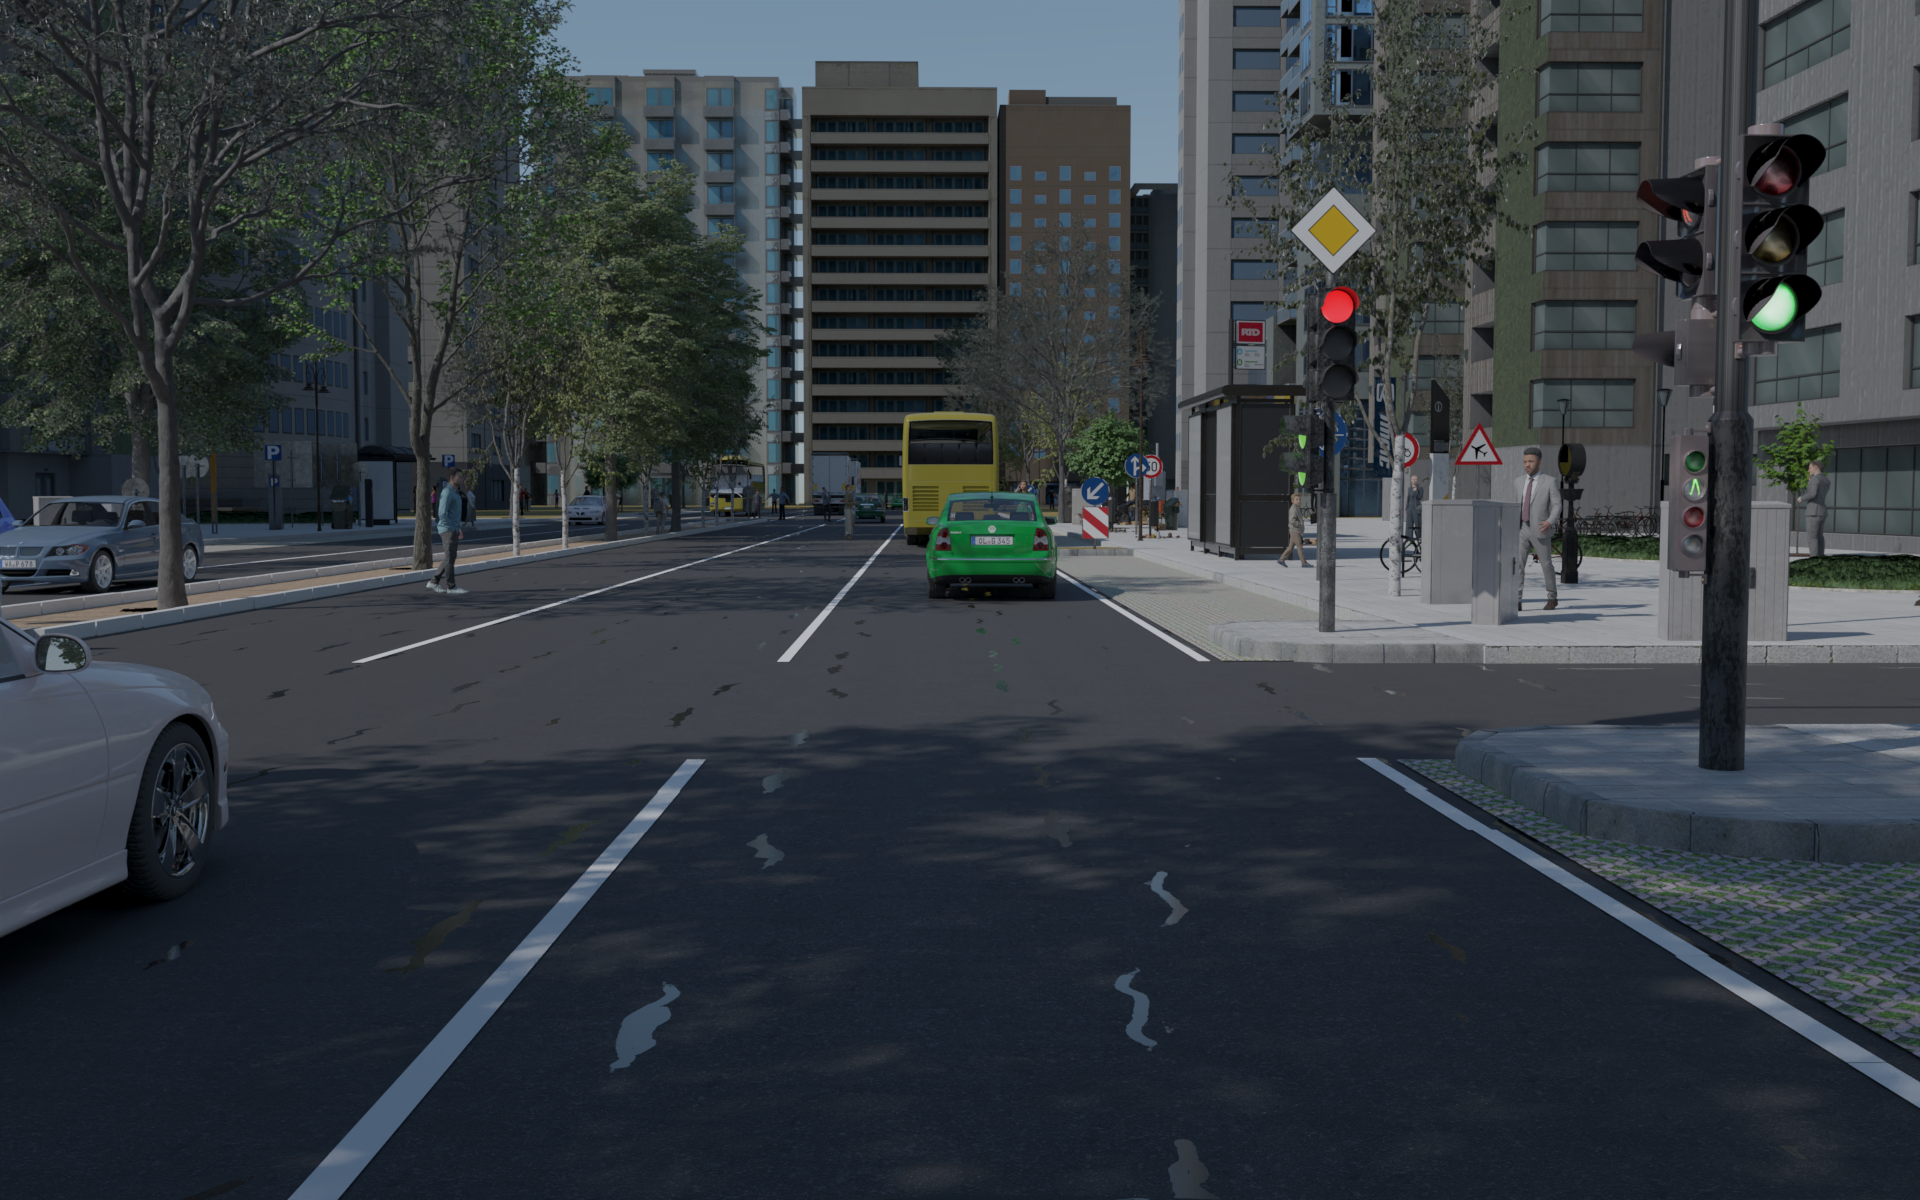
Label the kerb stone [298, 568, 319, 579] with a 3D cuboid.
[{"bbox_3d":[-11.092,-0.426,29.198,0.120,0.150,1.000,0,4,-1],"label":"kerb stone"}]

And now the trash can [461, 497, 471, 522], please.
[{"bbox_3d":[-22.692,-4.151,79.526,0.748,1.137,0.748,0,3,0],"label":"trash can"}]

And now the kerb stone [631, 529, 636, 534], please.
[{"bbox_3d":[-11.659,-2.374,61.018,0.120,0.150,1.000,0,4,-1],"label":"kerb stone"}]

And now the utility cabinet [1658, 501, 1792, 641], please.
[{"bbox_3d":[6.706,-0.247,15.203,1.020,1.237,0.306,0,4,4],"label":"utility cabinet"}]

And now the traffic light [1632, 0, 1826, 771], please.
[{"bbox_3d":[1.450,-2.029,7.842,4.771,5.953,1.251,0,4,-1],"label":"traffic light"}]

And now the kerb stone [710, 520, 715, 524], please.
[{"bbox_3d":[-12.064,-3.754,83.576,0.120,0.150,1.000,0,4,-1],"label":"kerb stone"}]

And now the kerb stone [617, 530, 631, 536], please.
[{"bbox_3d":[-11.635,-2.307,59.991,0.120,0.150,1.000,0,4,-1],"label":"kerb stone"}]

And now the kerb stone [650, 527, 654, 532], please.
[{"bbox_3d":[-11.737,-2.625,65.116,0.120,0.150,1.000,0,4,-1],"label":"kerb stone"}]

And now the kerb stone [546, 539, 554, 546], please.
[{"bbox_3d":[-11.422,-1.557,47.662,0.120,0.150,1.000,0,4,-1],"label":"kerb stone"}]

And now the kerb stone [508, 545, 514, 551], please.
[{"bbox_3d":[-11.342,-1.306,43.546,0.120,0.150,1.000,0,4,-1],"label":"kerb stone"}]

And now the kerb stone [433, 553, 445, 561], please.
[{"bbox_3d":[-11.227,-0.930,37.403,0.120,0.150,1.000,0,4,-1],"label":"kerb stone"}]

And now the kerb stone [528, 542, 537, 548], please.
[{"bbox_3d":[-11.379,-1.432,45.601,0.120,0.150,1.000,0,4,-1],"label":"kerb stone"}]

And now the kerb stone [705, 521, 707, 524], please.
[{"bbox_3d":[-12.010,-3.565,80.486,0.120,0.150,1.000,0,4,-1],"label":"kerb stone"}]

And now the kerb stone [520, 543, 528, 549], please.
[{"bbox_3d":[-11.369,-1.360,44.576,0.120,0.150,1.000,0,4,-1],"label":"kerb stone"}]

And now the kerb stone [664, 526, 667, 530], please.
[{"bbox_3d":[-11.784,-2.814,68.200,0.120,0.150,1.000,0,4,-1],"label":"kerb stone"}]

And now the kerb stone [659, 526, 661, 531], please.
[{"bbox_3d":[-11.775,-2.751,67.178,0.120,0.150,1.000,0,4,-1],"label":"kerb stone"}]

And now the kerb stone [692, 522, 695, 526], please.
[{"bbox_3d":[-11.935,-3.315,76.396,0.120,0.150,1.000,0,4,-1],"label":"kerb stone"}]

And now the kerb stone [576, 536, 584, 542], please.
[{"bbox_3d":[-11.491,-1.810,51.784,0.120,0.150,1.000,0,4,-1],"label":"kerb stone"}]

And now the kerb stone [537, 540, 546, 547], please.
[{"bbox_3d":[-11.395,-1.493,46.634,0.120,0.150,1.000,0,4,-1],"label":"kerb stone"}]

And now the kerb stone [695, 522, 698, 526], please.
[{"bbox_3d":[-11.955,-3.378,77.418,0.120,0.150,1.000,0,4,-1],"label":"kerb stone"}]

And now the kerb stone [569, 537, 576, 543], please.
[{"bbox_3d":[-11.477,-1.747,50.751,0.120,0.150,1.000,0,4,-1],"label":"kerb stone"}]

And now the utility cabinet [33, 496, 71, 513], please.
[{"bbox_3d":[-24.231,-2.155,46.394,0.306,1.237,1.020,2,4,33],"label":"utility cabinet"}]

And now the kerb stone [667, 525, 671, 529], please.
[{"bbox_3d":[-11.801,-2.876,69.222,0.120,0.150,1.000,0,4,-1],"label":"kerb stone"}]

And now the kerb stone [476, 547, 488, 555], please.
[{"bbox_3d":[-11.283,-1.118,40.475,0.120,0.150,1.000,0,4,-1],"label":"kerb stone"}]

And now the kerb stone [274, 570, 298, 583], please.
[{"bbox_3d":[-11.060,-0.366,28.176,0.120,0.150,1.000,0,4,-1],"label":"kerb stone"}]

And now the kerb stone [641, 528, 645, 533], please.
[{"bbox_3d":[-11.699,-2.500,63.068,0.120,0.150,1.000,0,4,-1],"label":"kerb stone"}]

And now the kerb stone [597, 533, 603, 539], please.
[{"bbox_3d":[-11.546,-1.998,54.856,0.120,0.150,1.000,0,4,-1],"label":"kerb stone"}]

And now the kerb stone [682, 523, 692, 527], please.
[{"bbox_3d":[-11.920,-3.246,75.374,0.120,0.150,1.000,0,4,-1],"label":"kerb stone"}]

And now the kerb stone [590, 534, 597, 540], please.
[{"bbox_3d":[-11.529,-1.935,53.828,0.120,0.150,1.000,0,4,-1],"label":"kerb stone"}]

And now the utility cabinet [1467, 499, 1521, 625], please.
[{"bbox_3d":[5.388,-0.380,17.383,0.306,1.237,1.020,2,4,27],"label":"utility cabinet"}]

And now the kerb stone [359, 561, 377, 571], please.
[{"bbox_3d":[-11.140,-0.616,32.274,0.120,0.150,1.000,0,4,-1],"label":"kerb stone"}]

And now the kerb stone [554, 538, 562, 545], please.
[{"bbox_3d":[-11.440,-1.620,48.684,0.120,0.150,1.000,0,4,-1],"label":"kerb stone"}]

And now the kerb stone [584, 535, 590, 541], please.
[{"bbox_3d":[-11.511,-1.871,52.806,0.120,0.150,1.000,0,4,-1],"label":"kerb stone"}]

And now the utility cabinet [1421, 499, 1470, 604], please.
[{"bbox_3d":[5.942,-0.560,20.315,1.020,1.237,0.306,-1,4,-10],"label":"utility cabinet"}]

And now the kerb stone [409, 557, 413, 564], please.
[{"bbox_3d":[-11.191,-0.796,35.353,0.120,0.150,1.000,0,4,-1],"label":"kerb stone"}]

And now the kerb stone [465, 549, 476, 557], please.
[{"bbox_3d":[-11.266,-1.048,39.453,0.120,0.150,1.000,0,4,-1],"label":"kerb stone"}]

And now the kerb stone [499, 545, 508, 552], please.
[{"bbox_3d":[-11.335,-1.243,42.520,0.120,0.150,1.000,0,4,-1],"label":"kerb stone"}]

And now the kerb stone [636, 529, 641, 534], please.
[{"bbox_3d":[-11.675,-2.433,62.042,0.120,0.150,1.000,0,4,-1],"label":"kerb stone"}]

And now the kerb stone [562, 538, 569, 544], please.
[{"bbox_3d":[-11.460,-1.683,49.717,0.120,0.150,1.000,0,4,-1],"label":"kerb stone"}]

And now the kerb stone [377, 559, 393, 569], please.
[{"bbox_3d":[-11.161,-0.677,33.309,0.120,0.150,1.000,0,4,-1],"label":"kerb stone"}]

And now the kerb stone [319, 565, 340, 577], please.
[{"bbox_3d":[-11.093,-0.489,30.222,0.120,0.150,1.000,0,4,-1],"label":"kerb stone"}]

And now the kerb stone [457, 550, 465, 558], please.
[{"bbox_3d":[-11.245,-0.993,38.425,0.120,0.150,1.000,0,4,-1],"label":"kerb stone"}]

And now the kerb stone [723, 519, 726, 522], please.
[{"bbox_3d":[-12.160,-4.067,88.690,0.120,0.150,1.000,0,4,-1],"label":"kerb stone"}]

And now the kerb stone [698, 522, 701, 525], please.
[{"bbox_3d":[-11.980,-3.440,78.440,0.120,0.150,1.000,0,4,-1],"label":"kerb stone"}]

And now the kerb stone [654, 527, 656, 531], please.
[{"bbox_3d":[-11.748,-2.688,66.146,0.120,0.150,1.000,0,4,-1],"label":"kerb stone"}]

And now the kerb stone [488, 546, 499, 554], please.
[{"bbox_3d":[-11.301,-1.181,41.497,0.120,0.150,1.000,0,4,-1],"label":"kerb stone"}]

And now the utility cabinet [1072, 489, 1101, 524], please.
[{"bbox_3d":[5.250,-3.870,71.954,1.173,1.500,0.318,1,4,8],"label":"utility cabinet"}]

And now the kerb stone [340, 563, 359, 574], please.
[{"bbox_3d":[-11.122,-0.554,31.247,0.120,0.150,1.000,0,4,-1],"label":"kerb stone"}]

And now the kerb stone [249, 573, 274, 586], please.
[{"bbox_3d":[-11.045,-0.299,27.150,0.120,0.150,1.000,0,4,-1],"label":"kerb stone"}]

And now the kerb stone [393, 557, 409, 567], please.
[{"bbox_3d":[-11.175,-0.741,34.331,0.120,0.150,1.000,0,4,-1],"label":"kerb stone"}]

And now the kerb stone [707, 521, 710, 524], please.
[{"bbox_3d":[-12.030,-3.628,81.514,0.120,0.150,1.000,0,4,-1],"label":"kerb stone"}]

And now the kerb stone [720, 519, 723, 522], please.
[{"bbox_3d":[-12.123,-3.942,86.646,0.120,0.150,1.000,0,4,-1],"label":"kerb stone"}]
